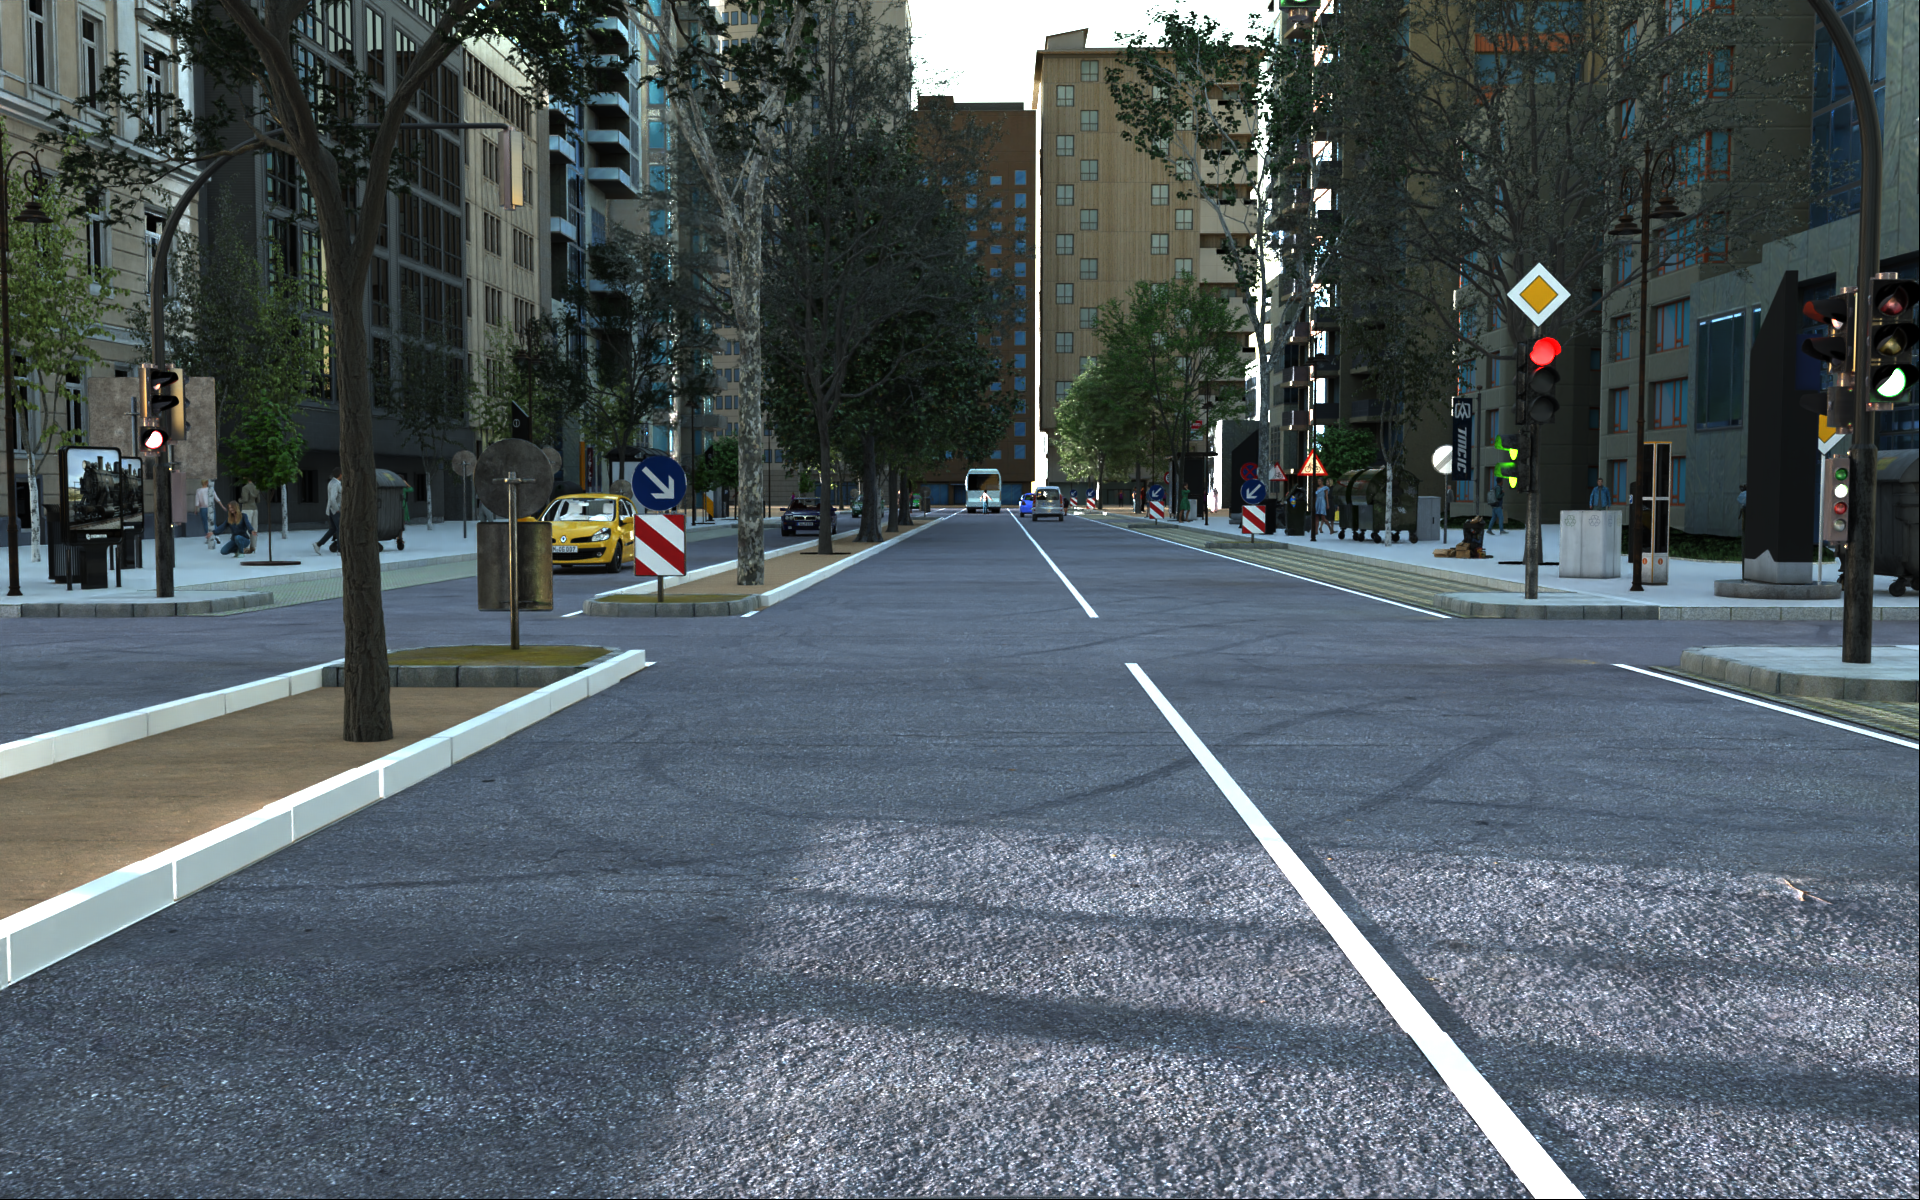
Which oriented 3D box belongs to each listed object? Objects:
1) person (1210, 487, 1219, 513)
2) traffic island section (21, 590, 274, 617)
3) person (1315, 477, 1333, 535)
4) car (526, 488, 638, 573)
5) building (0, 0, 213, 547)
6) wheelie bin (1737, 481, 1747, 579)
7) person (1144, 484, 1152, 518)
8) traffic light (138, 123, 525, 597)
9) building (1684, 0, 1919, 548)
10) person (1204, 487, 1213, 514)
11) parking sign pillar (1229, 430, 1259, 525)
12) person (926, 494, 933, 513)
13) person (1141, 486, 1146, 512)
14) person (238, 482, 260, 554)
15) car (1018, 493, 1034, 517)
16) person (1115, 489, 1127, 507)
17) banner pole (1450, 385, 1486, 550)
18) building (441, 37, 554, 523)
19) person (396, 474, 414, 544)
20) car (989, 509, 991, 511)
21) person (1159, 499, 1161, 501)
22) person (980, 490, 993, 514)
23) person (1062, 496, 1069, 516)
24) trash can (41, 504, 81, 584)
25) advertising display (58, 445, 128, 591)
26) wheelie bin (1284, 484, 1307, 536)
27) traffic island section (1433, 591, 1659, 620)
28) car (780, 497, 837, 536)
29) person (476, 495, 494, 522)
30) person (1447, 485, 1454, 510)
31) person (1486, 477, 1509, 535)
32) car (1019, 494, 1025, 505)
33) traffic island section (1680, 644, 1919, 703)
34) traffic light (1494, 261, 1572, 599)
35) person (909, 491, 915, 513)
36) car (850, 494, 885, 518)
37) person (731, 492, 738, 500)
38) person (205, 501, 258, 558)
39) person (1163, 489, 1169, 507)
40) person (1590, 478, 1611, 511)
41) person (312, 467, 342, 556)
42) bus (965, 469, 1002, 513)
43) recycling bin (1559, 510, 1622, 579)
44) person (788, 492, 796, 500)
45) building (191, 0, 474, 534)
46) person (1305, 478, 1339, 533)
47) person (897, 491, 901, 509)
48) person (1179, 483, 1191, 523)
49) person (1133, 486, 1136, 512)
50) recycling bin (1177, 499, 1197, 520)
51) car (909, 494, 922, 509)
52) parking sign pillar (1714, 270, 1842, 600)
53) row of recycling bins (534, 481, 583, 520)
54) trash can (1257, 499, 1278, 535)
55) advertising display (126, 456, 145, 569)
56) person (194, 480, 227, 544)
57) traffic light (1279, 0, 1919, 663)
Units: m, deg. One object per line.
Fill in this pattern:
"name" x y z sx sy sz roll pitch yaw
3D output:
"person" 17.411 -6.823 118.274 0.551 1.740 0.621 -2 4 -32
"traffic island section" -9.918 0.043 21.574 2.009 0.180 2.903 0 4 1
"person" 11.335 -2.949 54.361 0.778 1.811 0.616 -2 4 -24
"car" -7.001 -1.366 32.563 2.015 1.641 3.980 0 4 1
"building" -29.299 -15.689 42.415 13.634 28.700 20.117 0 4 1
"wheelie bin" 11.825 -1.078 25.527 0.693 1.594 0.980 2 4 25
"person" 10.251 -5.344 93.438 0.654 1.822 0.581 1 4 19
"traffic light" -7.785 -2.860 21.430 4.771 5.953 1.251 0 4 1
"building" 36.156 -44.505 40.331 31.000 86.520 22.319 0 4 1
"person" 15.897 -6.486 112.770 1.217 1.739 0.721 2 4 29
"parking sign pillar" 12.151 -5.198 73.461 1.447 3.967 1.447 -3 5 -43
"person" -2.499 -7.714 134.608 0.705 1.826 1.348 3 5 42
"person" 12.908 -7.109 122.244 0.705 1.831 1.348 3 4 38
"person" -15.319 -1.875 37.255 0.362 1.759 0.519 1 4 17
"car" 4.588 -6.004 107.757 1.945 1.707 3.694 0 4 1
"person" 15.859 -10.020 170.558 1.217 1.739 0.721 0 4 8
"banner pole" 11.643 -3.036 39.661 0.863 3.779 0.401 0 4 -6
"building" -28.913 -16.420 86.493 12.078 24.808 19.932 0 4 1
"person" -14.539 -2.365 44.962 0.600 1.795 0.529 1 4 12
"car" 1.793 -8.509 148.163 2.155 1.783 4.494 0 4 1
"person" 18.302 -9.296 158.739 0.721 1.736 1.217 1 4 10
"person" 1.879 -6.975 123.246 1.217 1.736 0.721 3 5 45
"person" 6.830 -6.257 114.037 0.697 1.427 0.421 1 4 12
"trash can" -12.826 -0.816 24.998 0.748 1.137 0.748 0 3 0
"advertising display" -11.728 -1.113 23.411 0.123 1.923 0.974 1 4 18
"wheelie bin" 10.377 -2.790 53.520 0.693 1.594 0.980 0 4 3
"traffic island section" 7.020 0.065 21.219 2.009 0.180 2.903 0 4 1
"car" -5.231 -2.914 60.216 1.945 1.354 3.894 0 4 0
"person" -12.974 -2.513 47.309 0.511 1.800 0.466 1 4 10
"person" 26.525 -5.359 94.065 0.834 1.777 0.661 -1 4 -11
"person" 16.727 -2.924 53.831 0.713 1.824 0.794 1 4 21
"car" 6.543 -9.325 164.470 2.014 1.417 4.499 0 4 3
"traffic island section" 6.854 0.553 13.236 2.009 0.180 2.903 0 4 1
"traffic light" 6.980 -1.969 21.106 0.839 4.253 0.868 0 4 1
"person" -3.589 -7.315 129.568 0.415 1.643 0.593 -1 4 -15
"car" -5.606 -5.749 105.792 2.131 1.459 4.920 0 4 0
"person" -15.234 -7.009 120.601 1.348 1.831 0.705 0 4 -4
"person" -14.541 -1.427 34.875 1.012 1.151 0.738 1 4 10
"person" 20.341 -10.145 172.603 1.217 1.739 0.721 -2 4 -23
"person" 19.796 -2.886 53.566 0.601 1.785 0.444 2 4 28
"person" -13.072 -1.844 36.035 0.795 1.843 0.661 -1 4 -20
"bus" 1.814 -8.431 132.706 2.948 3.499 13.247 0 4 1
"recycling bin" 9.695 -0.861 26.631 0.722 1.027 0.722 3 5 40
"person" -14.406 -8.548 149.031 0.599 1.433 0.991 3 4 37
"building" -28.648 -16.572 64.459 14.314 27.812 24.014 0 4 1
"person" 11.943 -3.118 57.246 0.699 1.804 1.509 -2 4 -29
"person" -5.812 -9.593 165.905 0.990 1.755 0.434 -1 4 -17
"person" 10.094 -4.375 77.816 0.529 1.795 0.600 1 4 10
"person" 12.258 -7.011 120.689 0.705 1.822 1.348 -1 4 -12
"recycling bin" 11.137 -4.431 84.995 0.722 1.027 0.722 -2 4 -32
"car" -3.889 -8.319 144.818 1.959 1.807 4.718 0 4 1
"parking sign pillar" 10.233 -2.025 21.581 1.447 3.967 1.447 0 4 8
"row of recycling bins" -12.944 -2.942 55.211 1.069 1.692 3.534 -2 4 -34
"trash can" 9.729 -2.650 54.983 0.748 1.137 0.748 0 3 0
"advertising display" -14.262 -1.490 29.572 0.123 1.923 0.974 0 4 6
"person" -19.335 -2.328 44.786 0.598 1.740 0.731 3 5 44
"traffic light" 4.721 -2.346 13.025 4.771 5.953 1.251 0 4 1
